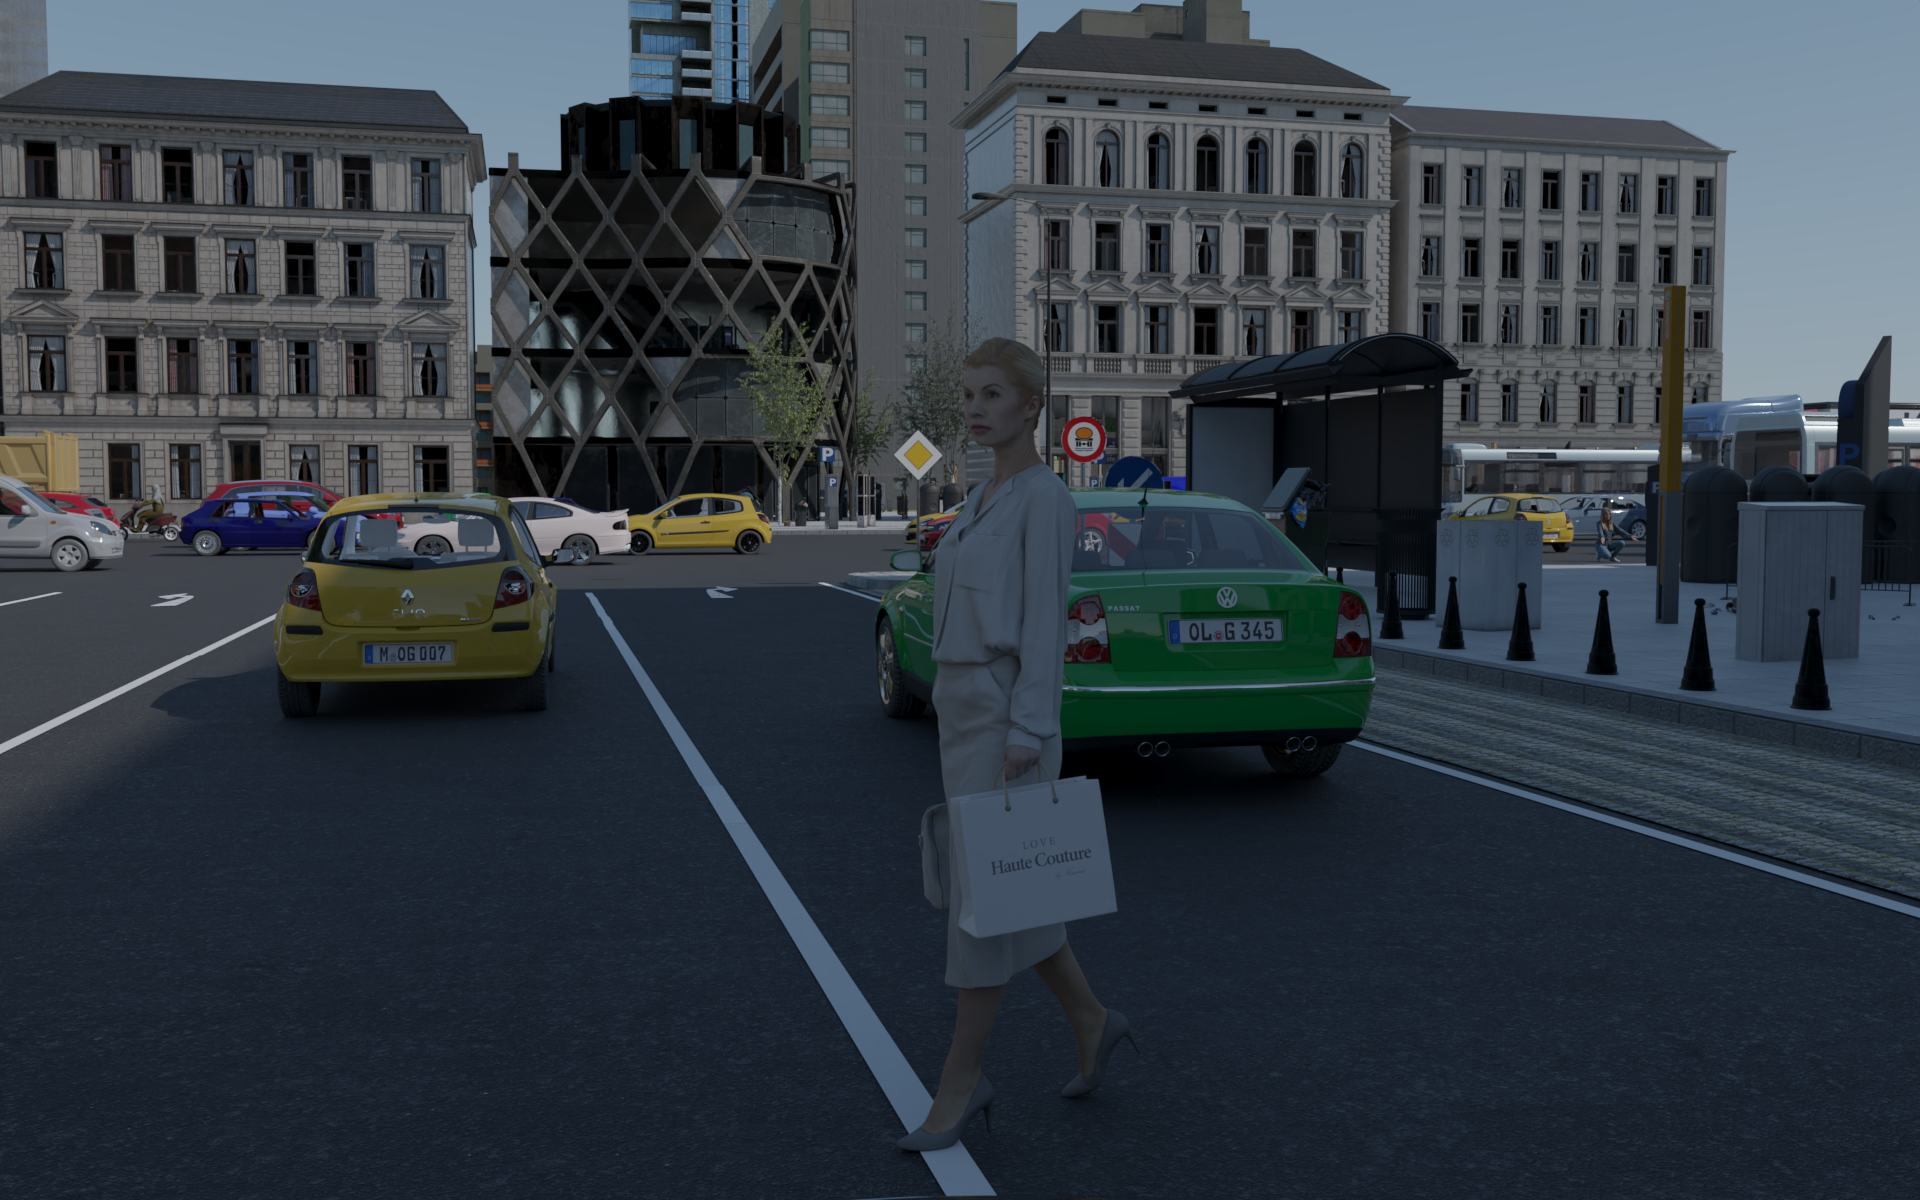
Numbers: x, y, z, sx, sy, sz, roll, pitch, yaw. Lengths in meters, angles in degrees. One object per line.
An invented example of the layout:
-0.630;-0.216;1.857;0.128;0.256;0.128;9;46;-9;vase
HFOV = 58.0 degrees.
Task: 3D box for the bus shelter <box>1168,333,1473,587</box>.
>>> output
4.859;-1.866;24.440;2.014;3.302;5.546;-1;4;-14;bus shelter

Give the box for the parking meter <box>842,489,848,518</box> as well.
-6.280;-5.235;94.001;0.372;1.533;0.369;0;3;0;parking meter

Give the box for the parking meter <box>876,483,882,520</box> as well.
-4.073;-4.890;85.660;0.399;1.863;0.255;-1;4;-16;parking meter

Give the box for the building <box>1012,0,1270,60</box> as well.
18.679;-33.415;170.033;21.600;48.544;21.300;-1;4;-14;building

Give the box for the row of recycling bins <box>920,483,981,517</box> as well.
0.224;-3.472;63.886;3.534;1.692;1.069;0;4;-3;row of recycling bins

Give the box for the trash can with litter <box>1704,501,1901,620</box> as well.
8.801;-0.461;18.589;1.678;1.210;2.233;0;4;-7;trash can with litter

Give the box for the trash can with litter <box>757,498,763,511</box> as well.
-7.917;-3.443;67.685;0.624;1.170;1.055;1;4;18;trash can with litter

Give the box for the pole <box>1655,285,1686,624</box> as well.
7.009;-1.421;17.073;0.158;3.312;0.155;0;3;0;pole

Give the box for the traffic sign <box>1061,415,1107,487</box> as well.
2.000;-1.717;28.179;0.768;2.556;0.104;-1;4;-13;traffic sign

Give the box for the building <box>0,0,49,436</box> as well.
-49.805;-15.494;71.357;19.932;24.808;12.078;-1;4;-14;building

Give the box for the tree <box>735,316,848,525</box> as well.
-7.360;-7.484;72.722;4.737;8.622;4.395;0;3;0;tree

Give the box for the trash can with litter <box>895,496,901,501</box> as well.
-4.145;-6.858;123.522;0.624;1.170;1.055;2;4;24;trash can with litter

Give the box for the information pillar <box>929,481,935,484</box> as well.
-1.666;-5.895;100.874;0.304;2.012;0.304;2;4;28;information pillar

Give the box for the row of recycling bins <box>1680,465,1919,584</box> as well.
12.282;-1.095;25.014;3.534;1.692;1.069;0;4;1;row of recycling bins

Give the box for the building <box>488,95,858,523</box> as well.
-13.524;-13.150;82.447;16.811;18.784;16.820;-1;4;-14;building

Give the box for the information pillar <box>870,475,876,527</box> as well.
-3.531;-3.902;68.286;0.304;2.012;0.304;-3;4;-38;information pillar

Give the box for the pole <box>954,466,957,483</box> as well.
-0.343;-8.049;125.447;0.158;3.312;0.155;0;3;0;pole

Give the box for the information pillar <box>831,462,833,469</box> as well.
-8.727;-7.652;116.459;0.504;3.616;0.183;2;4;29;information pillar

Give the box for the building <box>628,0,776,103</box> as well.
-34.401;-56.891;242.832;31.000;86.520;22.319;-1;4;-14;building

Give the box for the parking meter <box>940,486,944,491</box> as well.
-1.171;-6.681;114.940;0.399;1.863;0.255;-1;4;-11;parking meter

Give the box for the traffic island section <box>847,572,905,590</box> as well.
-0.636;-0.294;27.095;2.009;0.180;2.903;-1;4;-14;traffic island section

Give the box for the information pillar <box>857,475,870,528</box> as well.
-3.731;-3.759;65.946;0.304;2.012;0.304;1;4;19;information pillar

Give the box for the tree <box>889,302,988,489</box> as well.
-0.089;-7.158;67.391;4.360;8.622;3.978;0;3;0;tree

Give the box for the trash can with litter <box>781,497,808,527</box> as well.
-6.523;-3.477;68.231;1.055;1.170;0.624;0;4;-4;trash can with litter

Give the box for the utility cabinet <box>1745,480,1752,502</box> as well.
12.374;-1.113;26.877;0.318;1.500;1.173;0;4;1;utility cabinet

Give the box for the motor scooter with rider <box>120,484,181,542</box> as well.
-24.431;-2.636;52.059;1.986;1.779;0.876;-1;4;-15;motor scooter with rider

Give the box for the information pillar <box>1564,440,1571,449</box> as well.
26.500;-5.157;75.677;0.183;3.616;0.504;-1;4;-13;information pillar

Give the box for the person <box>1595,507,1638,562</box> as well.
13.816;-1.381;36.586;1.012;1.151;0.738;-1;4;-11;person

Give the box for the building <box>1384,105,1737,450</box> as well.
29.001;-14.732;90.021;18.267;20.994;9.793;-1;4;-14;building

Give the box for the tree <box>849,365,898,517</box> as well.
-5.641;-8.968;96.986;4.737;8.622;4.395;0;3;0;tree

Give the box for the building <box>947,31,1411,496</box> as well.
10.376;-15.697;85.528;19.941;23.489;11.050;-1;4;-14;building

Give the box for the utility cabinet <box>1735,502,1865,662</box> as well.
6.532;-0.141;13.463;1.020;1.237;0.306;-1;4;-22;utility cabinet

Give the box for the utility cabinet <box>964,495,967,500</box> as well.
0.728;-6.325;114.579;1.020;1.237;0.306;-2;4;-31;utility cabinet

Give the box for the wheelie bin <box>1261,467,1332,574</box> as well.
4.050;-0.792;20.853;0.693;1.594;0.980;-1;4;-15;wheelie bin

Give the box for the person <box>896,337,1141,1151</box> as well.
0.147;0.303;3.903;0.624;1.780;0.694;-1;4;-9;person

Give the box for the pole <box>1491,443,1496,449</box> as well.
21.224;-4.595;68.970;0.158;3.312;0.155;0;3;0;pole

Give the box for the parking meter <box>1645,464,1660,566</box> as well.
12.458;-1.543;30.942;0.399;1.863;0.255;2;4;34;parking meter

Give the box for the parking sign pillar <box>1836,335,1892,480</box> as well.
15.212;-2.491;29.193;1.447;3.967;1.447;-3;5;-45;parking sign pillar

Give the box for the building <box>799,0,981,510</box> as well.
-6.589;-28.242;145.352;14.154;41.232;14.086;-1;4;-14;building

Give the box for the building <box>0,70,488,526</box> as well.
-30.542;-12.887;75.323;19.286;19.102;10.561;-1;4;-14;building

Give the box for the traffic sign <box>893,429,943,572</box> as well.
-0.657;-1.429;27.013;0.795;2.450;0.064;-1;4;-14;traffic sign

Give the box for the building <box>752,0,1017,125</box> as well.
-7.479;-33.004;163.309;21.300;48.544;21.600;-1;4;-14;building

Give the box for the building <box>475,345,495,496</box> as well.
-64.614;-24.169;240.195;28.899;21.520;27.650;-1;4;-14;building
